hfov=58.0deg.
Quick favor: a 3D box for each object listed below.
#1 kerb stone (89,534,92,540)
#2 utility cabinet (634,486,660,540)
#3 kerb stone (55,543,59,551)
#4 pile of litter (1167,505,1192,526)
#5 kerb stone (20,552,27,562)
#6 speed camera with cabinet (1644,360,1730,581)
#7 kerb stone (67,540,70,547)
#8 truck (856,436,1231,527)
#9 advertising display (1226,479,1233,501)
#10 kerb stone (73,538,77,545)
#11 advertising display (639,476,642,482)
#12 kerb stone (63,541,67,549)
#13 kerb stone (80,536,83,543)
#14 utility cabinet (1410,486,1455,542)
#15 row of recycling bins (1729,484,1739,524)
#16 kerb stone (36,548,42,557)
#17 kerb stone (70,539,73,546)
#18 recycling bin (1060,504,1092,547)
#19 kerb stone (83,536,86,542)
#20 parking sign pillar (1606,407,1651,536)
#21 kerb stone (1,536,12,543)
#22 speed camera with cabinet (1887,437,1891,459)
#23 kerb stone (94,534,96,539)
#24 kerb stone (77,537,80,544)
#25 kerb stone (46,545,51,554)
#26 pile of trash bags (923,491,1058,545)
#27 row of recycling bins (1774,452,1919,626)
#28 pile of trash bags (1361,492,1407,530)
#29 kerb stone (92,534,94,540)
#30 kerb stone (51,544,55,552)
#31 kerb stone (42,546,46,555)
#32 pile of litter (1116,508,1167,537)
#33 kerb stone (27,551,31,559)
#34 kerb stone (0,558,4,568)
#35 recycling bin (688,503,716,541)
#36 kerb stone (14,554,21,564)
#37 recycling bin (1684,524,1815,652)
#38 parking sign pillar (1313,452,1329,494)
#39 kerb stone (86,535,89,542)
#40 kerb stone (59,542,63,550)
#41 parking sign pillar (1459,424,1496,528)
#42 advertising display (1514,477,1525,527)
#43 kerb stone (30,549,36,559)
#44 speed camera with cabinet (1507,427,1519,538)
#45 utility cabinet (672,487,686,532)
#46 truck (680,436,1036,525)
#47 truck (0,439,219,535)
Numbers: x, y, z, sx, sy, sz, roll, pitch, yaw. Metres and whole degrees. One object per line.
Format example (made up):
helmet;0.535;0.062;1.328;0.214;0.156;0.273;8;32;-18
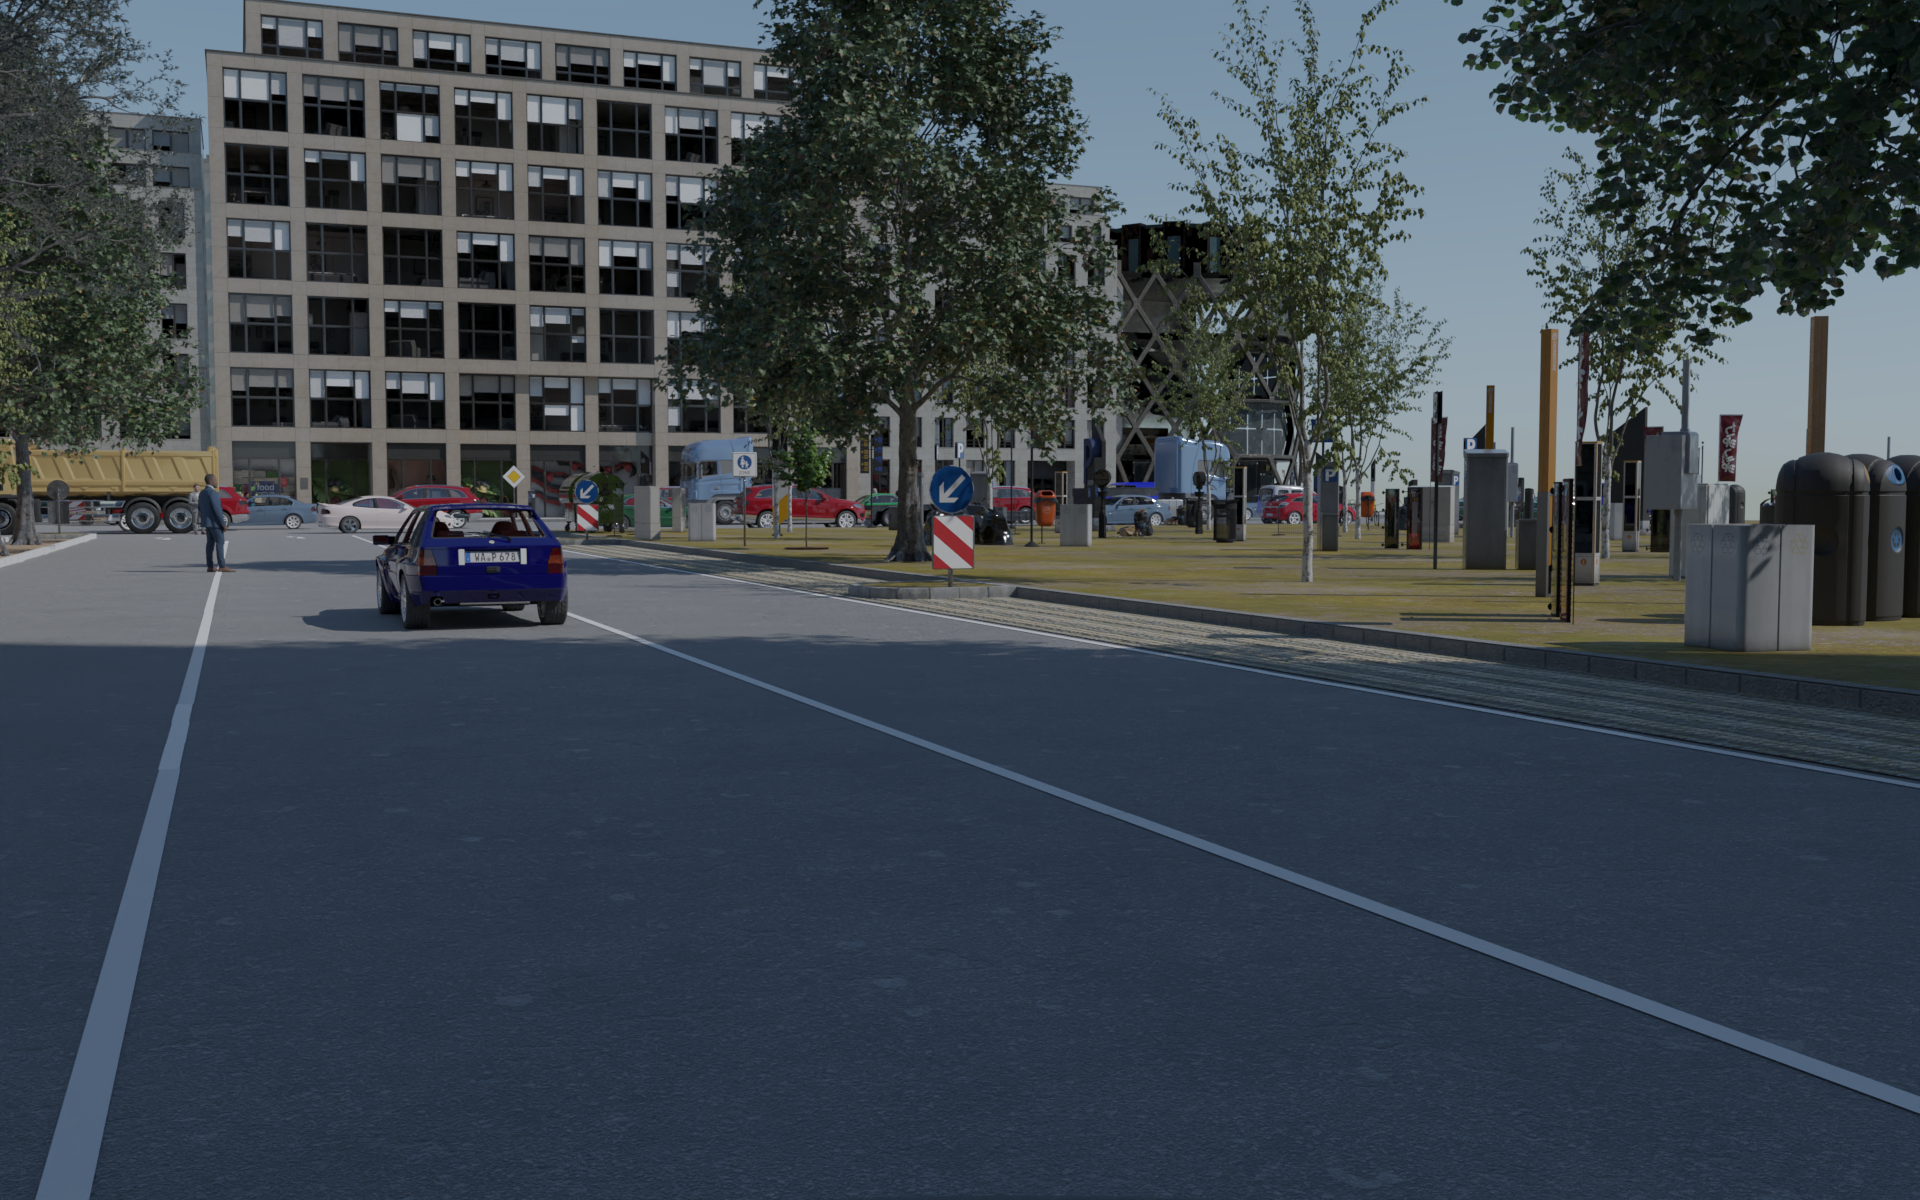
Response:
kerb stone;-26.628;-1.868;52.740;0.120;0.150;1.000;-1;4;-23
utility cabinet;-8.676;-2.411;48.092;0.318;1.500;1.173;-2;4;-32
kerb stone;-22.669;-1.286;43.225;0.120;0.150;1.000;-1;4;-23
pile of litter;8.881;-3.479;70.844;1.719;0.858;1.176;-1;4;-14
kerb stone;-19.887;-0.879;36.569;0.120;0.150;1.000;-1;4;-23
speed camera with cabinet;11.014;-1.949;26.204;0.660;3.252;2.038;3;5;42
kerb stone;-23.859;-1.461;46.084;0.120;0.150;1.000;-1;4;-23
truck;4.385;-5.453;78.914;18.799;4.110;2.967;-1;4;-23
advertising display;11.389;-4.090;72.087;0.123;1.923;0.974;-2;4;-27
kerb stone;-24.656;-1.577;47.986;0.120;0.150;1.000;-1;4;-23
advertising display;-11.398;-3.521;62.784;0.123;1.923;0.974;0;4;8
kerb stone;-23.461;-1.403;45.135;0.120;0.150;1.000;-1;4;-23
kerb stone;-25.453;-1.691;49.891;0.120;0.150;1.000;-1;4;-23
utility cabinet;12.410;-2.261;45.653;1.173;1.500;0.318;3;4;38
row of recycling bins;32.508;-4.119;74.458;1.069;1.692;3.534;-1;4;-9
kerb stone;-21.085;-1.054;39.422;0.120;0.150;1.000;-1;4;-23
kerb stone;-24.259;-1.515;47.035;0.120;0.150;1.000;-1;4;-23
recycling bin;2.849;-1.833;42.529;0.722;1.027;0.722;1;4;10
kerb stone;-25.847;-1.752;50.838;0.120;0.150;1.000;-1;4;-23
parking sign pillar;20.888;-4.017;54.148;1.447;3.967;1.447;-3;5;-39
kerb stone;-28.560;-1.817;51.908;0.120;0.150;1.000;-1;4;-23
speed camera with cabinet;31.989;-3.953;58.968;0.660;3.252;2.038;1;4;13
kerb stone;-27.429;-1.984;54.640;0.120;0.150;1.000;-1;4;-23
kerb stone;-25.051;-1.636;48.946;0.120;0.150;1.000;-1;4;-23
kerb stone;-21.870;-1.170;41.325;0.120;0.150;1.000;-1;4;-23
pile of trash bags;0.814;-2.098;44.052;3.447;1.369;1.912;-1;4;-15
row of recycling bins;9.589;-0.664;17.973;3.534;1.692;1.069;-2;4;-35
pile of trash bags;15.856;-3.172;61.614;3.447;1.369;1.912;0;4;-2
kerb stone;-27.036;-1.926;53.689;0.120;0.150;1.000;-1;4;-23
kerb stone;-22.277;-1.228;42.277;0.120;0.150;1.000;-1;4;-23
kerb stone;-21.483;-1.112;40.374;0.120;0.150;1.000;-1;4;-23
pile of litter;5.250;-2.368;52.682;1.176;0.858;1.719;3;5;41
kerb stone;-20.296;-0.933;37.512;0.120;0.150;1.000;-1;4;-23
kerb stone;-19.102;-0.762;34.656;0.120;0.150;1.000;-1;4;-23
recycling bin;-7.039;-2.123;47.269;0.722;1.027;0.722;0;4;-6
kerb stone;-19.494;-0.820;35.605;0.120;0.150;1.000;-1;4;-23
recycling bin;6.567;-0.115;14.431;0.722;1.027;0.722;-1;4;-15
parking sign pillar;23.110;-7.430;109.951;1.447;3.967;1.447;3;4;38
kerb stone;-26.229;-1.810;51.791;0.120;0.150;1.000;-1;4;-23
kerb stone;-23.071;-1.344;44.179;0.120;0.150;1.000;-1;4;-23
parking sign pillar;19.493;-4.679;64.981;1.447;3.967;1.447;-2;4;-24
advertising display;21.588;-3.793;67.221;0.123;1.923;0.974;-1;4;-12
kerb stone;-20.693;-0.994;38.467;0.120;0.150;1.000;-1;4;-23
speed camera with cabinet;16.170;-3.520;51.890;0.660;3.252;2.038;0;4;4
utility cabinet;-9.486;-3.051;58.565;0.318;1.500;1.173;0;4;-1
truck;-4.835;-5.754;83.843;18.799;4.110;2.967;-2;4;-24
truck;-31.825;-4.034;61.883;9.791;3.379;3.469;-2;4;-24
